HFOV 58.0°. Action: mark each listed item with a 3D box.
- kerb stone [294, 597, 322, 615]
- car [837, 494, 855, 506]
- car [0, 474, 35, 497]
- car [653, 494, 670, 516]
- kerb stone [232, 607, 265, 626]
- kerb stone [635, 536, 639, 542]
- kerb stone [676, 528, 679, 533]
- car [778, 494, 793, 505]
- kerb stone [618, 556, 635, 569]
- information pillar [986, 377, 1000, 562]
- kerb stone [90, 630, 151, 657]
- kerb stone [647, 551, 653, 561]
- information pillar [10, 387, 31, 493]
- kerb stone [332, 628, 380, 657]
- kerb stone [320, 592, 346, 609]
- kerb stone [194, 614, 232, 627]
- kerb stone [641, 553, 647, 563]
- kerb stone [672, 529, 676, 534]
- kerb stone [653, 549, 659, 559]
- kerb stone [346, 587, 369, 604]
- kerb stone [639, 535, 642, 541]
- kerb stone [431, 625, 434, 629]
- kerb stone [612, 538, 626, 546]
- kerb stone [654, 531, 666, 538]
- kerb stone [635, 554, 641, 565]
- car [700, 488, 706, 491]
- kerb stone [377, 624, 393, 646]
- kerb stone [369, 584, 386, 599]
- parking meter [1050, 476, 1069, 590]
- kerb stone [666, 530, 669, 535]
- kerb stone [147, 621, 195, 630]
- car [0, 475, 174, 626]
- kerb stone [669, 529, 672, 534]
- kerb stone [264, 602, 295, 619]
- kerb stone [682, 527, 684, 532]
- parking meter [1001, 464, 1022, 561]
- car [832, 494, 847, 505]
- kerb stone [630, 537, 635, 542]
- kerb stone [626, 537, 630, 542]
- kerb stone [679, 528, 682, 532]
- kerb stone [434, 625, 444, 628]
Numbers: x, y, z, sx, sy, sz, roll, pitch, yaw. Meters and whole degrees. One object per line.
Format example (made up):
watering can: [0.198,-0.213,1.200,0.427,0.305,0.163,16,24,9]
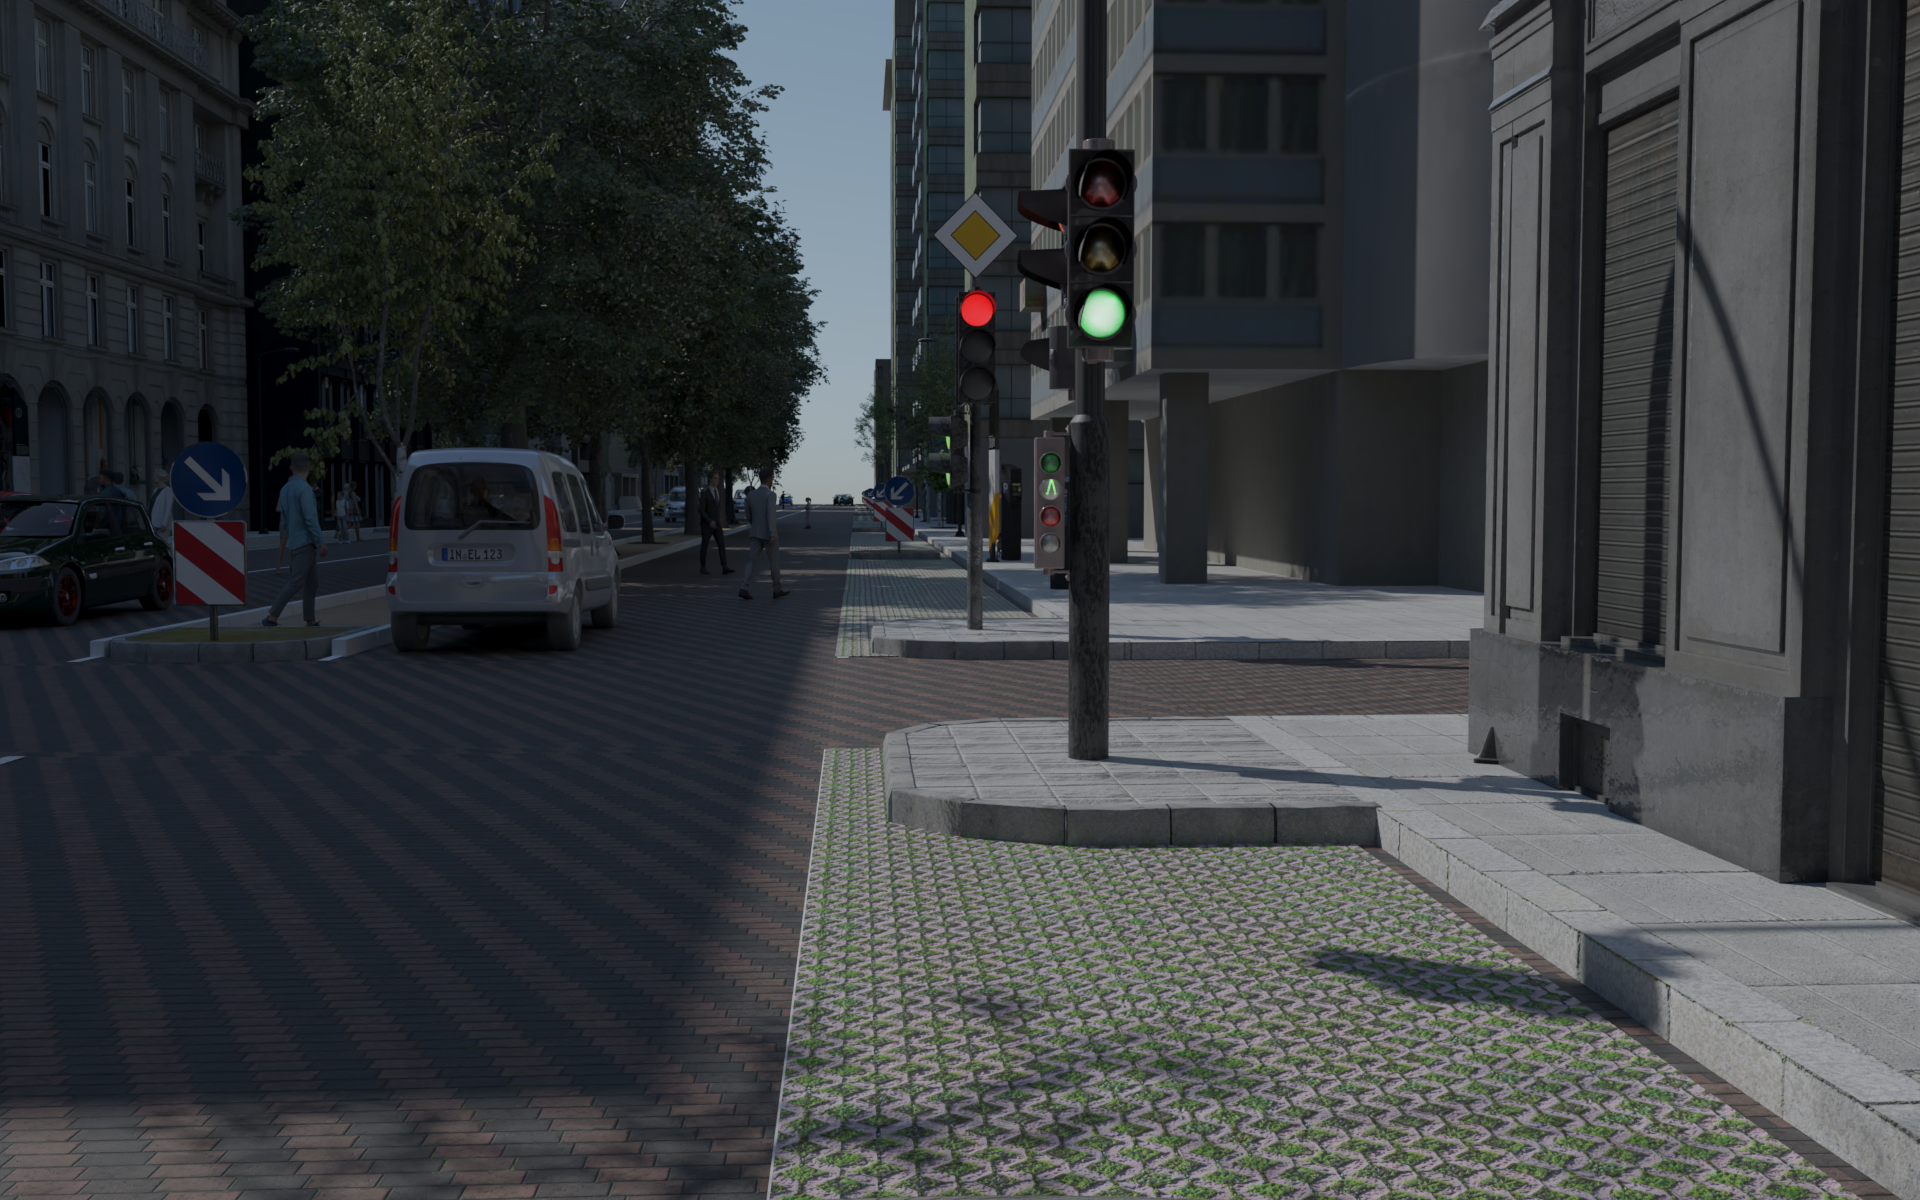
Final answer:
kerb stone: [-7.904,0.087,20.792,0.120,0.150,1.000,0,4,-3]
car: [-14.017,-12.299,212.887,2.131,1.459,4.920,0,4,-5]
car: [-14.761,-1.024,25.784,2.155,1.783,4.494,0,4,-4]
car: [-19.360,-6.420,115.192,2.015,1.641,3.980,0,4,-4]
kerb stone: [-7.780,0.213,18.747,0.120,0.150,1.000,0,4,-3]
kerb stone: [-9.730,-1.791,51.481,0.120,0.150,1.000,0,4,-3]
kerb stone: [-10.397,-2.480,62.747,0.120,0.150,1.000,0,4,-3]
car: [-22.269,-12.962,221.518,1.945,1.707,3.694,0,4,-3]
kerb stone: [-6.593,-0.733,34.194,0.120,0.150,1.000,0,4,-3]
information pillar: [0.636,-2.517,32.507,0.183,3.616,0.504,-1,4,-13]
kerb stone: [-7.597,0.405,15.685,0.120,0.150,1.000,0,4,-3]
kerb stone: [-6.780,-0.922,37.267,0.120,0.150,1.000,0,4,-3]
information pillar: [-20.614,-2.855,38.027,0.183,3.616,0.504,0,4,5]
kerb stone: [-5.500,0.394,15.750,0.120,0.150,1.000,0,4,-3]
kerb stone: [-7.969,0.026,21.812,0.120,0.150,1.000,0,4,-3]
kerb stone: [-7.721,0.273,17.725,0.120,0.150,1.000,0,4,-3]
kerb stone: [-6.721,-0.859,36.243,0.120,0.150,1.000,0,4,-3]
kerb stone: [-10.340,-2.417,61.719,0.120,0.150,1.000,0,4,-3]
kerb stone: [-6.836,-0.981,38.289,0.120,0.150,1.000,0,4,-3]
kerb stone: [-8.026,-0.039,22.834,0.120,0.150,1.000,0,4,-3]
kerb stone: [-9.788,-1.854,52.512,0.120,0.150,1.000,0,4,-3]
kerb stone: [-5.619,0.278,17.797,0.120,0.150,1.000,0,4,-3]
kerb stone: [-9.544,-1.603,48.406,0.120,0.150,1.000,0,4,-3]
kerb stone: [-10.154,-2.220,58.649,0.120,0.150,1.000,0,4,-3]
kerb stone: [-6.655,-0.797,35.220,0.120,0.150,1.000,0,4,-3]
car: [-15.840,-6.189,109.862,2.281,1.827,5.304,0,4,-4]
kerb stone: [-5.554,0.332,16.770,0.120,0.150,1.000,0,4,-3]
kerb stone: [-8.079,-0.101,23.855,0.120,0.150,1.000,0,4,-3]
parking meter: [1.405,-0.916,23.395,0.372,1.533,0.369,0,3,0]
kerb stone: [-10.217,-2.292,59.669,0.120,0.150,1.000,0,4,-3]
kerb stone: [-7.660,0.336,16.705,0.120,0.150,1.000,0,4,-3]
car: [-10.581,-0.621,19.943,2.009,1.686,4.222,0,4,-3]
kerb stone: [-10.280,-2.350,60.699,0.120,0.150,1.000,0,4,-3]
kerb stone: [-7.846,0.148,19.769,0.120,0.150,1.000,0,4,-3]
kerb stone: [-10.517,-2.604,64.799,0.120,0.150,1.000,0,4,-3]
parking meter: [0.996,-1.699,33.489,0.255,1.863,0.399,-2,4,-32]
car: [-15.316,-12.917,220.979,2.009,1.686,4.222,0,4,-3]
kerb stone: [-9.666,-1.723,50.461,0.120,0.150,1.000,0,4,-3]
kerb stone: [-9.606,-1.664,49.437,0.120,0.150,1.000,0,4,-3]
kerb stone: [-10.454,-2.543,63.771,0.120,0.150,1.000,0,4,-3]
kerb stone: [-5.685,0.206,18.824,0.120,0.150,1.000,0,4,-3]
